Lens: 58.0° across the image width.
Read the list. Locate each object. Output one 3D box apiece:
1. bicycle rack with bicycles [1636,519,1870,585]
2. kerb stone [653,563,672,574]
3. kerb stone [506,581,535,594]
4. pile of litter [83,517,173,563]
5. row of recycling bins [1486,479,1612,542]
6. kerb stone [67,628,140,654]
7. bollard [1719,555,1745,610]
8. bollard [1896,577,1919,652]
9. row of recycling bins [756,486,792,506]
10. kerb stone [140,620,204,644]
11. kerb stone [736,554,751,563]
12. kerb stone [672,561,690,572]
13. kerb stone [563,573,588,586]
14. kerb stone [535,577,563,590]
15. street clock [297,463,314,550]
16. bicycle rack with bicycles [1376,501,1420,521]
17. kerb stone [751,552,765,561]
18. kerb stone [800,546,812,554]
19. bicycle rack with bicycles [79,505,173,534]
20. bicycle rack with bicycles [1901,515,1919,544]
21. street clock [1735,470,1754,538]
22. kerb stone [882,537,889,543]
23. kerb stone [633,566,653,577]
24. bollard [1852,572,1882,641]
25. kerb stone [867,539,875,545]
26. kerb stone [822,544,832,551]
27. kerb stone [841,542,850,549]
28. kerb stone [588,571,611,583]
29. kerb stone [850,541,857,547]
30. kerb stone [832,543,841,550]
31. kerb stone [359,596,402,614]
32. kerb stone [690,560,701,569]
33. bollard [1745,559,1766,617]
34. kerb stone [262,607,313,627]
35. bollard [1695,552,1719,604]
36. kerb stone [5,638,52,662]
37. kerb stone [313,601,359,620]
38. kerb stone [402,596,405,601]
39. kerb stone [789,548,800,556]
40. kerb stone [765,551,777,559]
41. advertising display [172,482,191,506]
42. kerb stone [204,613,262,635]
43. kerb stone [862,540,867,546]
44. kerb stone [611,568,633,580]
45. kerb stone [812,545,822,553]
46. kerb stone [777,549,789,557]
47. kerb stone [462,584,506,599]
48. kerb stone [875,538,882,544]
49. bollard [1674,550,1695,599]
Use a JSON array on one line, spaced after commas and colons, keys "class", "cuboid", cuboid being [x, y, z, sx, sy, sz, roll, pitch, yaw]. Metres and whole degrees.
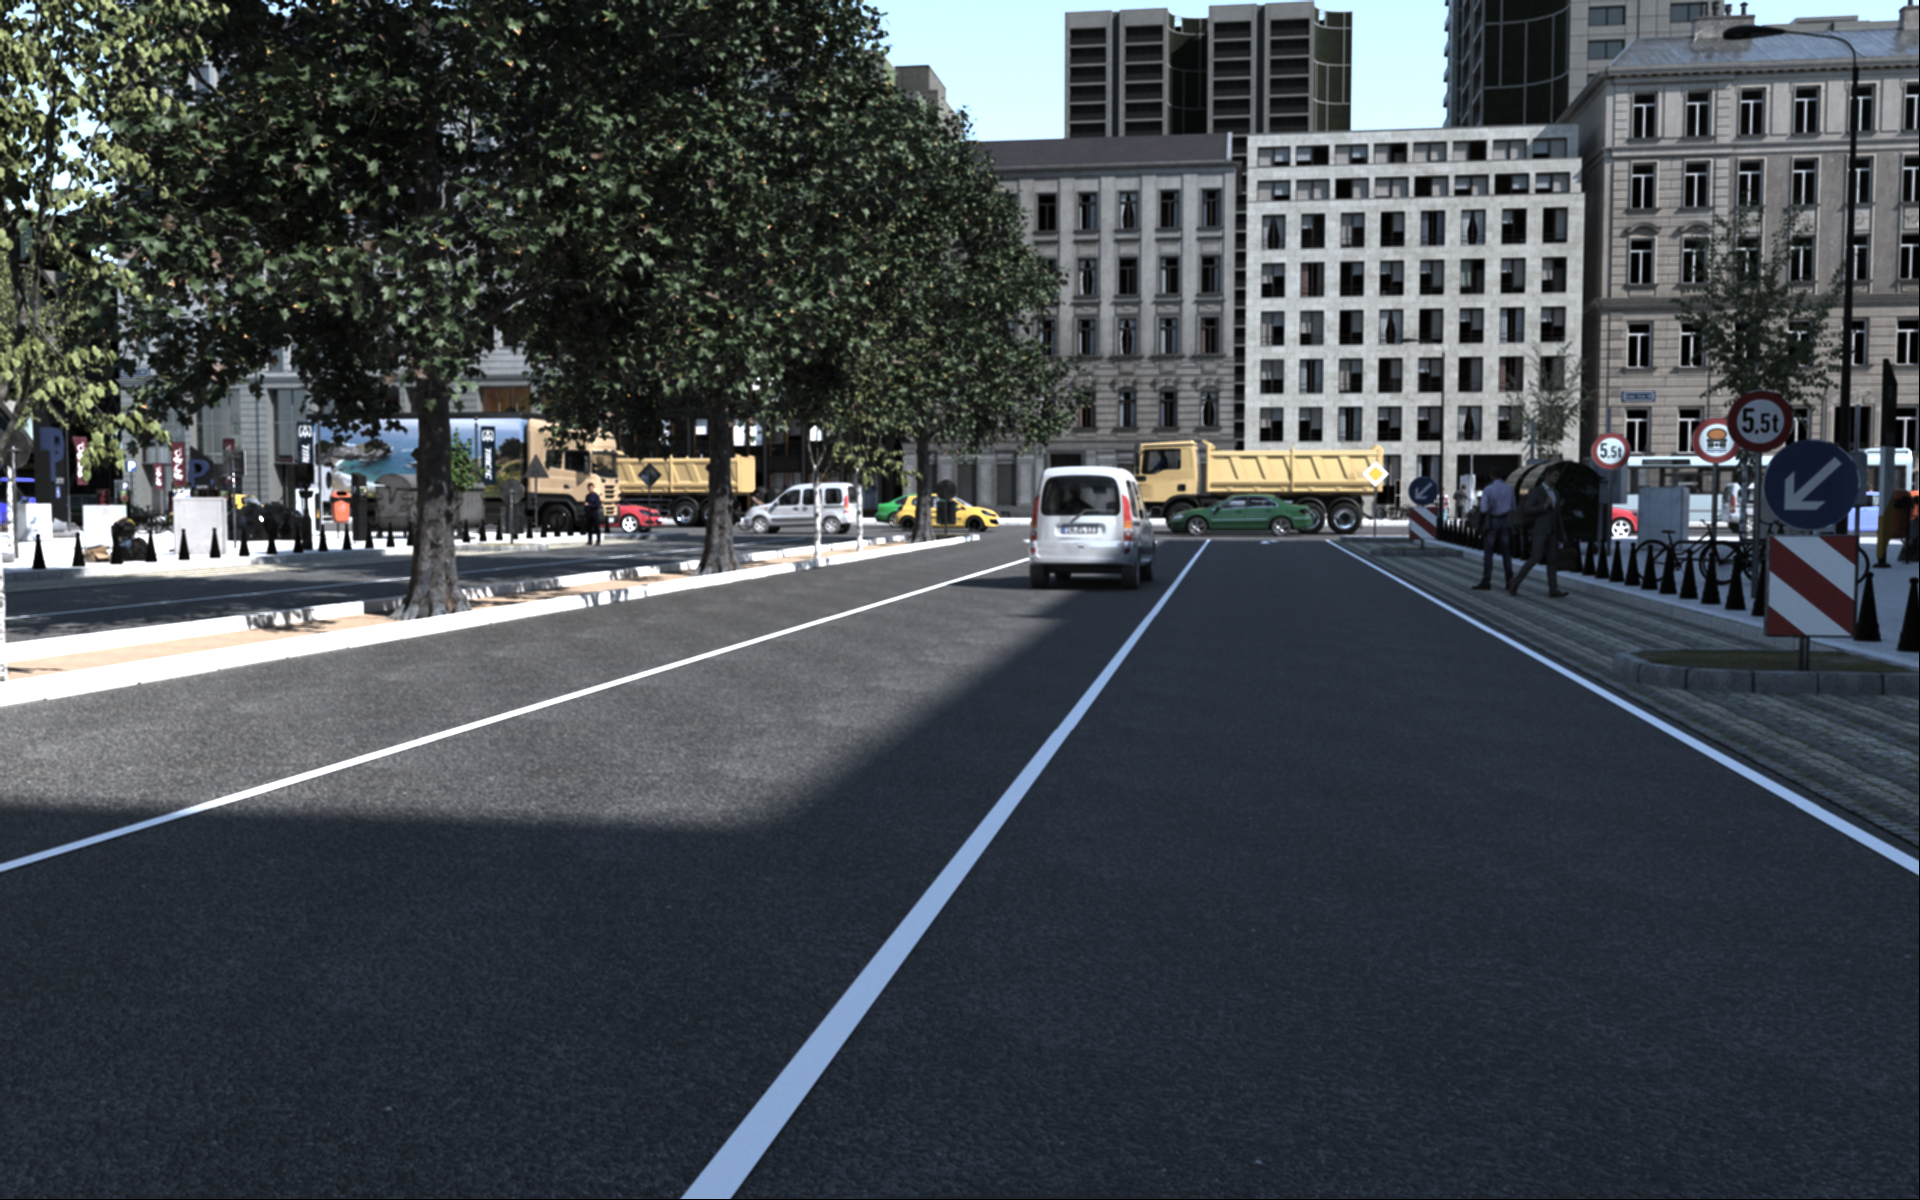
[{"class": "bicycle rack with bicycles", "cuboid": [11.572, -0.697, 24.772, 2.852, 0.926, 2.925, -2, 4, -35]}, {"class": "kerb stone", "cuboid": [-5.445, -0.547, 31.135, 0.120, 0.150, 1.000, 1, 4, 9]}, {"class": "kerb stone", "cuboid": [-6.439, -0.168, 25.043, 0.120, 0.150, 1.000, 1, 4, 9]}, {"class": "pile of litter", "cuboid": [-16.203, -1.166, 33.031, 1.176, 0.858, 1.719, 2, 4, 24]}, {"class": "row of recycling bins", "cuboid": [15.951, -2.447, 47.116, 3.534, 1.692, 1.069, 3, 5, 39]}, {"class": "kerb stone", "cuboid": [-7.927, 0.384, 15.913, 0.120, 0.150, 1.000, 1, 4, 9]}, {"class": "bollard", "cuboid": [8.616, -0.195, 19.230, 0.229, 0.601, 0.229, 0, 3, 0]}, {"class": "bollard", "cuboid": [7.786, 0.116, 14.147, 0.229, 0.601, 0.229, 0, 3, 0]}, {"class": "row of recycling bins", "cuboid": [-8.927, -4.954, 88.105, 3.534, 1.692, 1.069, 2, 4, 24]}, {"class": "kerb stone", "cuboid": [-7.771, 0.326, 16.931, 0.120, 0.150, 1.000, 1, 4, 9]}, {"class": "kerb stone", "cuboid": [-4.613, -0.856, 36.198, 0.120, 0.150, 1.000, 1, 4, 9]}, {"class": "kerb stone", "cuboid": [-5.272, -0.609, 32.146, 0.120, 0.150, 1.000, 1, 4, 9]}, {"class": "kerb stone", "cuboid": [-6.105, -0.296, 27.066, 0.120, 0.150, 1.000, 1, 4, 9]}, {"class": "kerb stone", "cuboid": [-6.264, -0.227, 26.054, 0.120, 0.150, 1.000, 1, 4, 9]}, {"class": "street clock", "cuboid": [-15.006, -2.153, 39.764, 0.358, 2.002, 0.471, 0, 3, 0]}, {"class": "bicycle rack with bicycles", "cuboid": [21.629, -4.349, 84.482, 2.925, 0.926, 2.852, -1, 4, -16]}, {"class": "kerb stone", "cuboid": [-4.447, -0.918, 37.211, 0.120, 0.150, 1.000, 1, 4, 9]}, {"class": "kerb stone", "cuboid": [-3.775, -1.166, 41.267, 0.120, 0.150, 1.000, 1, 4, 9]}, {"class": "bicycle rack with bicycles", "cuboid": [-26.418, -2.595, 55.807, 2.925, 0.926, 2.852, 0, 4, -7]}, {"class": "bicycle rack with bicycles", "cuboid": [24.363, -1.708, 41.303, 2.852, 0.926, 2.925, 0, 4, -4]}, {"class": "street clock", "cuboid": [22.781, -2.799, 50.326, 0.471, 2.002, 0.358, 1, 4, 18]}, {"class": "kerb stone", "cuboid": [-2.285, -1.725, 50.394, 0.120, 0.150, 1.000, 1, 4, 9]}, {"class": "kerb stone", "cuboid": [-5.605, -0.485, 30.120, 0.120, 0.150, 1.000, 1, 4, 9]}, {"class": "bollard", "cuboid": [7.950, 0.054, 15.161, 0.229, 0.601, 0.229, 0, 3, 0]}, {"class": "kerb stone", "cuboid": [-2.620, -1.600, 48.362, 0.120, 0.150, 1.000, 1, 4, 9]}, {"class": "kerb stone", "cuboid": [-3.449, -1.291, 43.300, 0.120, 0.150, 1.000, 1, 4, 9]}, {"class": "kerb stone", "cuboid": [-3.120, -1.408, 45.325, 0.120, 0.150, 1.000, 1, 4, 9]}, {"class": "kerb stone", "cuboid": [-5.938, -0.361, 28.092, 0.120, 0.150, 1.000, 1, 4, 9]}, {"class": "kerb stone", "cuboid": [-2.942, -1.476, 46.335, 0.120, 0.150, 1.000, 1, 4, 9]}, {"class": "kerb stone", "cuboid": [-3.279, -1.352, 44.312, 0.120, 0.150, 1.000, 1, 4, 9]}, {"class": "kerb stone", "cuboid": [-7.093, 0.074, 20.984, 0.120, 0.150, 1.000, 1, 4, 9]}, {"class": "kerb stone", "cuboid": [-5.105, -0.668, 33.161, 0.120, 0.150, 1.000, 1, 4, 9]}, {"class": "bollard", "cuboid": [8.449, -0.133, 18.217, 0.229, 0.601, 0.229, 0, 3, 0]}, {"class": "kerb stone", "cuboid": [-7.428, 0.198, 18.960, 0.120, 0.150, 1.000, 1, 4, 9]}, {"class": "bollard", "cuboid": [8.782, -0.257, 20.243, 0.229, 0.601, 0.229, 0, 3, 0]}, {"class": "kerb stone", "cuboid": [-8.093, 0.446, 14.901, 0.120, 0.150, 1.000, 1, 4, 9]}, {"class": "kerb stone", "cuboid": [-7.269, 0.136, 19.973, 0.120, 0.150, 1.000, 1, 4, 9]}, {"class": "kerb stone", "cuboid": [-6.932, 0.012, 22.001, 0.120, 0.150, 1.000, 1, 4, 9]}, {"class": "kerb stone", "cuboid": [-3.951, -1.104, 40.252, 0.120, 0.150, 1.000, 1, 4, 9]}, {"class": "kerb stone", "cuboid": [-4.286, -0.976, 38.225, 0.120, 0.150, 1.000, 1, 4, 9]}, {"class": "advertising display", "cuboid": [-42.189, -5.423, 93.886, 0.974, 1.923, 0.123, -3, 5, -40]}, {"class": "kerb stone", "cuboid": [-7.597, 0.261, 17.948, 0.120, 0.150, 1.000, 1, 4, 9]}, {"class": "kerb stone", "cuboid": [-2.781, -1.538, 47.348, 0.120, 0.150, 1.000, 1, 4, 9]}, {"class": "kerb stone", "cuboid": [-5.768, -0.422, 29.103, 0.120, 0.150, 1.000, 1, 4, 9]}, {"class": "kerb stone", "cuboid": [-3.615, -1.228, 42.280, 0.120, 0.150, 1.000, 1, 4, 9]}, {"class": "kerb stone", "cuboid": [-4.110, -1.042, 39.238, 0.120, 0.150, 1.000, 1, 4, 9]}, {"class": "kerb stone", "cuboid": [-6.598, -0.108, 24.028, 0.120, 0.150, 1.000, 1, 4, 9]}, {"class": "kerb stone", "cuboid": [-2.457, -1.663, 49.383, 0.120, 0.150, 1.000, 1, 4, 9]}, {"class": "bollard", "cuboid": [8.950, -0.319, 21.256, 0.229, 0.601, 0.229, 0, 3, 0]}]
